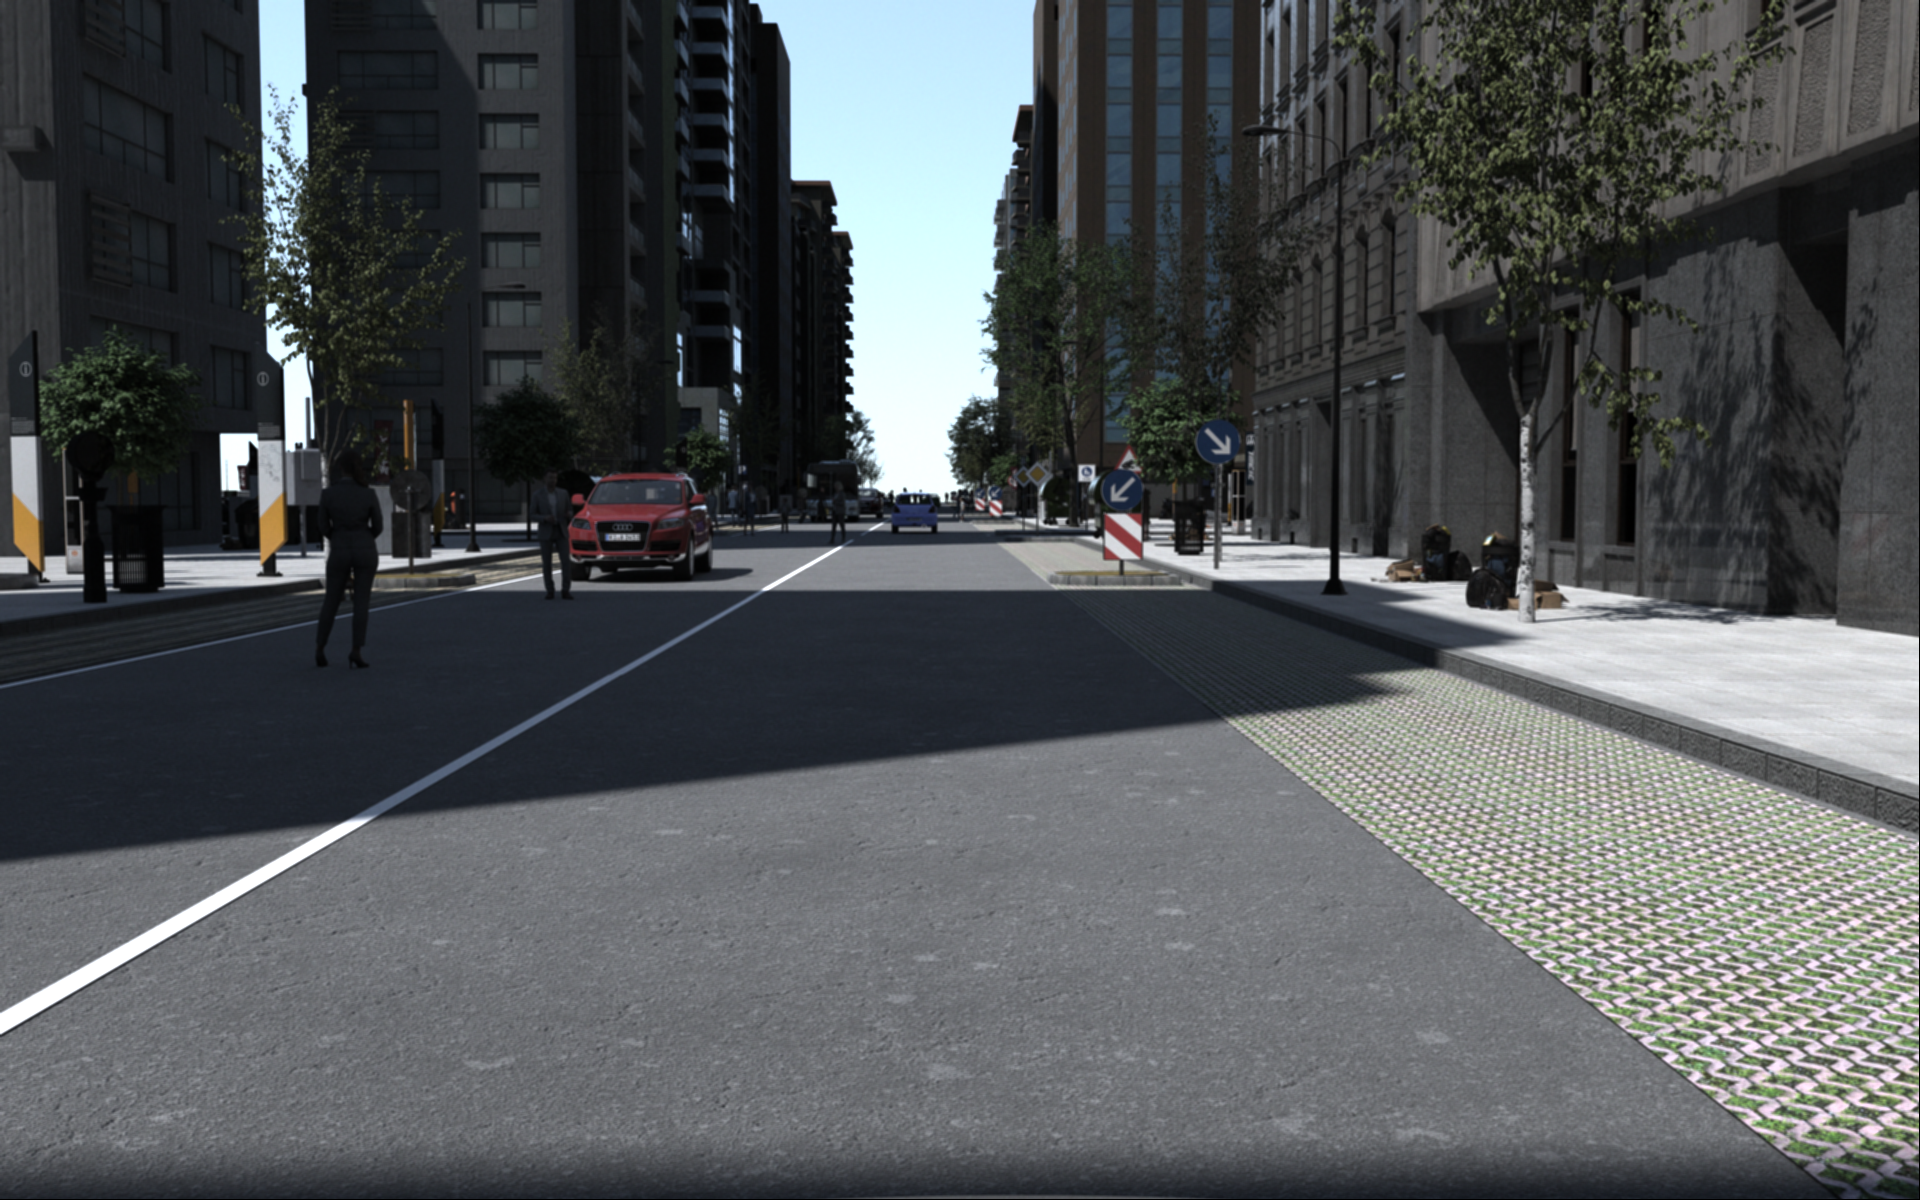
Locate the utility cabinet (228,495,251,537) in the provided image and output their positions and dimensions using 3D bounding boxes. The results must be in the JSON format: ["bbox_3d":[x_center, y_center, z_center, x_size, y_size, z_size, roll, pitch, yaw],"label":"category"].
[{"bbox_3d":[-21.420,-2.470,51.540,0.306,1.237,1.020,-3,5,-42],"label":"utility cabinet"}]

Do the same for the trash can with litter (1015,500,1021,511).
[{"bbox_3d":[4.615,-7.373,131.930,0.624,1.170,1.055,-3,4,-37],"label":"trash can with litter"}]

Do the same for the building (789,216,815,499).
[{"bbox_3d":[-22.815,-24.877,178.442,14.160,30.474,14.107,0,4,-1],"label":"building"}]

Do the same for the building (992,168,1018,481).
[{"bbox_3d":[16.217,-38.839,254.622,23.786,49.044,30.456,0,4,-1],"label":"building"}]

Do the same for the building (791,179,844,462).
[{"bbox_3d":[-27.994,-35.533,235.584,22.147,44.769,28.867,0,4,-1],"label":"building"}]

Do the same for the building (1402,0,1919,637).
[{"bbox_3d":[14.122,-12.393,20.650,12.078,24.808,19.932,0,4,-1],"label":"building"}]

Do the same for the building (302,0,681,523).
[{"bbox_3d":[-21.194,-24.291,80.751,14.154,41.232,14.086,0,4,-1],"label":"building"}]

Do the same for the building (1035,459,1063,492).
[{"bbox_3d":[16.175,-41.782,121.387,20.563,71.187,20.611,0,4,-1],"label":"building"}]

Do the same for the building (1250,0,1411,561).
[{"bbox_3d":[13.098,-11.661,39.816,9.793,20.994,18.267,0,4,-1],"label":"building"}]

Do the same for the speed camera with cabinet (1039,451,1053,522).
[{"bbox_3d":[4.007,-5.244,80.071,0.660,3.252,2.038,0,4,4],"label":"speed camera with cabinet"}]

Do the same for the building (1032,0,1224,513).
[{"bbox_3d":[13.434,-30.350,146.325,14.600,45.320,14.200,0,4,-1],"label":"building"}]

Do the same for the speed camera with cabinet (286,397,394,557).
[{"bbox_3d":[-12.865,-2.545,35.941,2.038,3.252,0.660,-3,4,-38],"label":"speed camera with cabinet"}]

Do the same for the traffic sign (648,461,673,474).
[{"bbox_3d":[-9.053,-2.974,52.271,0.795,2.450,0.064,0,4,-1],"label":"traffic sign"}]

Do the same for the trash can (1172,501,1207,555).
[{"bbox_3d":[4.820,-1.516,36.435,0.748,1.137,0.748,0,3,0],"label":"trash can"}]

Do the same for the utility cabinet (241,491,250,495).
[{"bbox_3d":[-47.660,-6.512,115.153,0.318,1.500,1.173,1,4,20],"label":"utility cabinet"}]

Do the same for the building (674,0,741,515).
[{"bbox_3d":[-26.006,-49.226,117.523,22.319,86.520,31.000,0,4,-1],"label":"building"}]

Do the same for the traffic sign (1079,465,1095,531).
[{"bbox_3d":[4.430,-3.573,60.552,0.606,2.300,0.079,0,4,0],"label":"traffic sign"}]

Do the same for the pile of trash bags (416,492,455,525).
[{"bbox_3d":[-22.392,-3.828,72.337,3.447,1.369,1.912,-2,4,-34],"label":"pile of trash bags"}]

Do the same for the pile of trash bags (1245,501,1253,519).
[{"bbox_3d":[14.658,-4.854,89.113,1.912,1.369,3.447,-2,4,-26],"label":"pile of trash bags"}]

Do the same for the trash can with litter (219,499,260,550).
[{"bbox_3d":[-16.481,-1.740,39.831,0.624,1.170,1.055,1,4,19],"label":"trash can with litter"}]

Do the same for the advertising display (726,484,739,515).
[{"bbox_3d":[-13.906,-6.155,105.847,0.123,1.923,0.974,3,5,39],"label":"advertising display"}]

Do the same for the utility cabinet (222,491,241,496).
[{"bbox_3d":[-47.668,-6.365,112.742,0.318,1.500,1.173,3,5,44],"label":"utility cabinet"}]

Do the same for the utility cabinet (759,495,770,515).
[{"bbox_3d":[-12.247,-5.946,108.372,0.306,1.237,1.020,-2,4,-32],"label":"utility cabinet"}]

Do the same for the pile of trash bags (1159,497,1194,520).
[{"bbox_3d":[11.644,-4.728,87.049,3.447,1.369,1.912,3,4,36],"label":"pile of trash bags"}]

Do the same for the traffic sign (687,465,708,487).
[{"bbox_3d":[-9.174,-3.463,60.255,0.795,2.450,0.064,0,4,-1],"label":"traffic sign"}]

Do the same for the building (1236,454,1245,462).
[{"bbox_3d":[26.689,-25.553,72.409,28.867,44.769,22.147,0,4,-1],"label":"building"}]

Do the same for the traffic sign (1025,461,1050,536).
[{"bbox_3d":[2.341,-2.984,52.424,0.795,2.450,0.064,0,4,-1],"label":"traffic sign"}]

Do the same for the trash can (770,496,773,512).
[{"bbox_3d":[-13.559,-6.792,122.699,0.748,1.137,0.748,0,3,0],"label":"trash can"}]

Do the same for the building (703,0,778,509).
[{"bbox_3d":[-26.032,-43.205,144.661,20.563,71.187,20.611,0,4,-1],"label":"building"}]

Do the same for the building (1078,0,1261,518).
[{"bbox_3d":[12.872,-27.318,96.766,14.600,45.320,14.200,0,4,-1],"label":"building"}]

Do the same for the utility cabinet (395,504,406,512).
[{"bbox_3d":[-22.652,-3.587,69.808,1.020,1.237,0.306,0,4,3],"label":"utility cabinet"}]

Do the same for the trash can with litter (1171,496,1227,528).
[{"bbox_3d":[8.973,-3.357,65.939,1.678,1.210,2.233,-2,4,-34],"label":"trash can with litter"}]

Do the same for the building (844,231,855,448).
[{"bbox_3d":[-28.451,-38.214,279.426,22.147,44.769,28.867,0,4,-1],"label":"building"}]

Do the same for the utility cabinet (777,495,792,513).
[{"bbox_3d":[-12.055,-6.612,119.273,1.020,1.237,0.306,-2,4,-30],"label":"utility cabinet"}]

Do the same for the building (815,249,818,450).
[{"bbox_3d":[-23.335,-25.738,192.517,14.160,30.474,14.107,0,4,-1],"label":"building"}]

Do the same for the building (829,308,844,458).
[{"bbox_3d":[-24.637,-29.766,258.368,14.160,30.474,14.107,0,4,-1],"label":"building"}]

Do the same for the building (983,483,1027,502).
[{"bbox_3d":[19.889,-36.139,282.751,32.217,40.220,23.993,0,4,-1],"label":"building"}]

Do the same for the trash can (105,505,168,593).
[{"bbox_3d":[-10.715,-0.668,22.574,0.748,1.137,0.748,0,3,0],"label":"trash can"}]

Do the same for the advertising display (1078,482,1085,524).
[{"bbox_3d":[5.286,-4.286,75.283,0.123,1.923,0.974,1,4,13],"label":"advertising display"}]

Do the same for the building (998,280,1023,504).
[{"bbox_3d":[12.021,-28.175,232.358,14.160,30.474,14.107,0,4,-1],"label":"building"}]

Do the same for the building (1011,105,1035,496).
[{"bbox_3d":[17.001,-32.947,193.306,22.147,44.769,28.867,0,4,-1],"label":"building"}]

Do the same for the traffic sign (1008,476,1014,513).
[{"bbox_3d":[3.535,-7.014,114.785,0.768,2.556,0.104,0,4,0],"label":"traffic sign"}]

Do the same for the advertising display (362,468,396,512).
[{"bbox_3d":[-14.410,-2.293,42.706,0.974,1.923,0.123,0,4,5],"label":"advertising display"}]

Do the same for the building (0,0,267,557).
[{"bbox_3d":[-25.171,-21.841,40.700,14.086,41.232,14.154,0,4,-1],"label":"building"}]

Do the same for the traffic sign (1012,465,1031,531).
[{"bbox_3d":[2.219,-3.472,60.408,0.795,2.450,0.064,0,4,-1],"label":"traffic sign"}]

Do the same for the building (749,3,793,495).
[{"bbox_3d":[-23.342,-31.368,162.979,14.600,45.320,14.200,0,4,-1],"label":"building"}]
